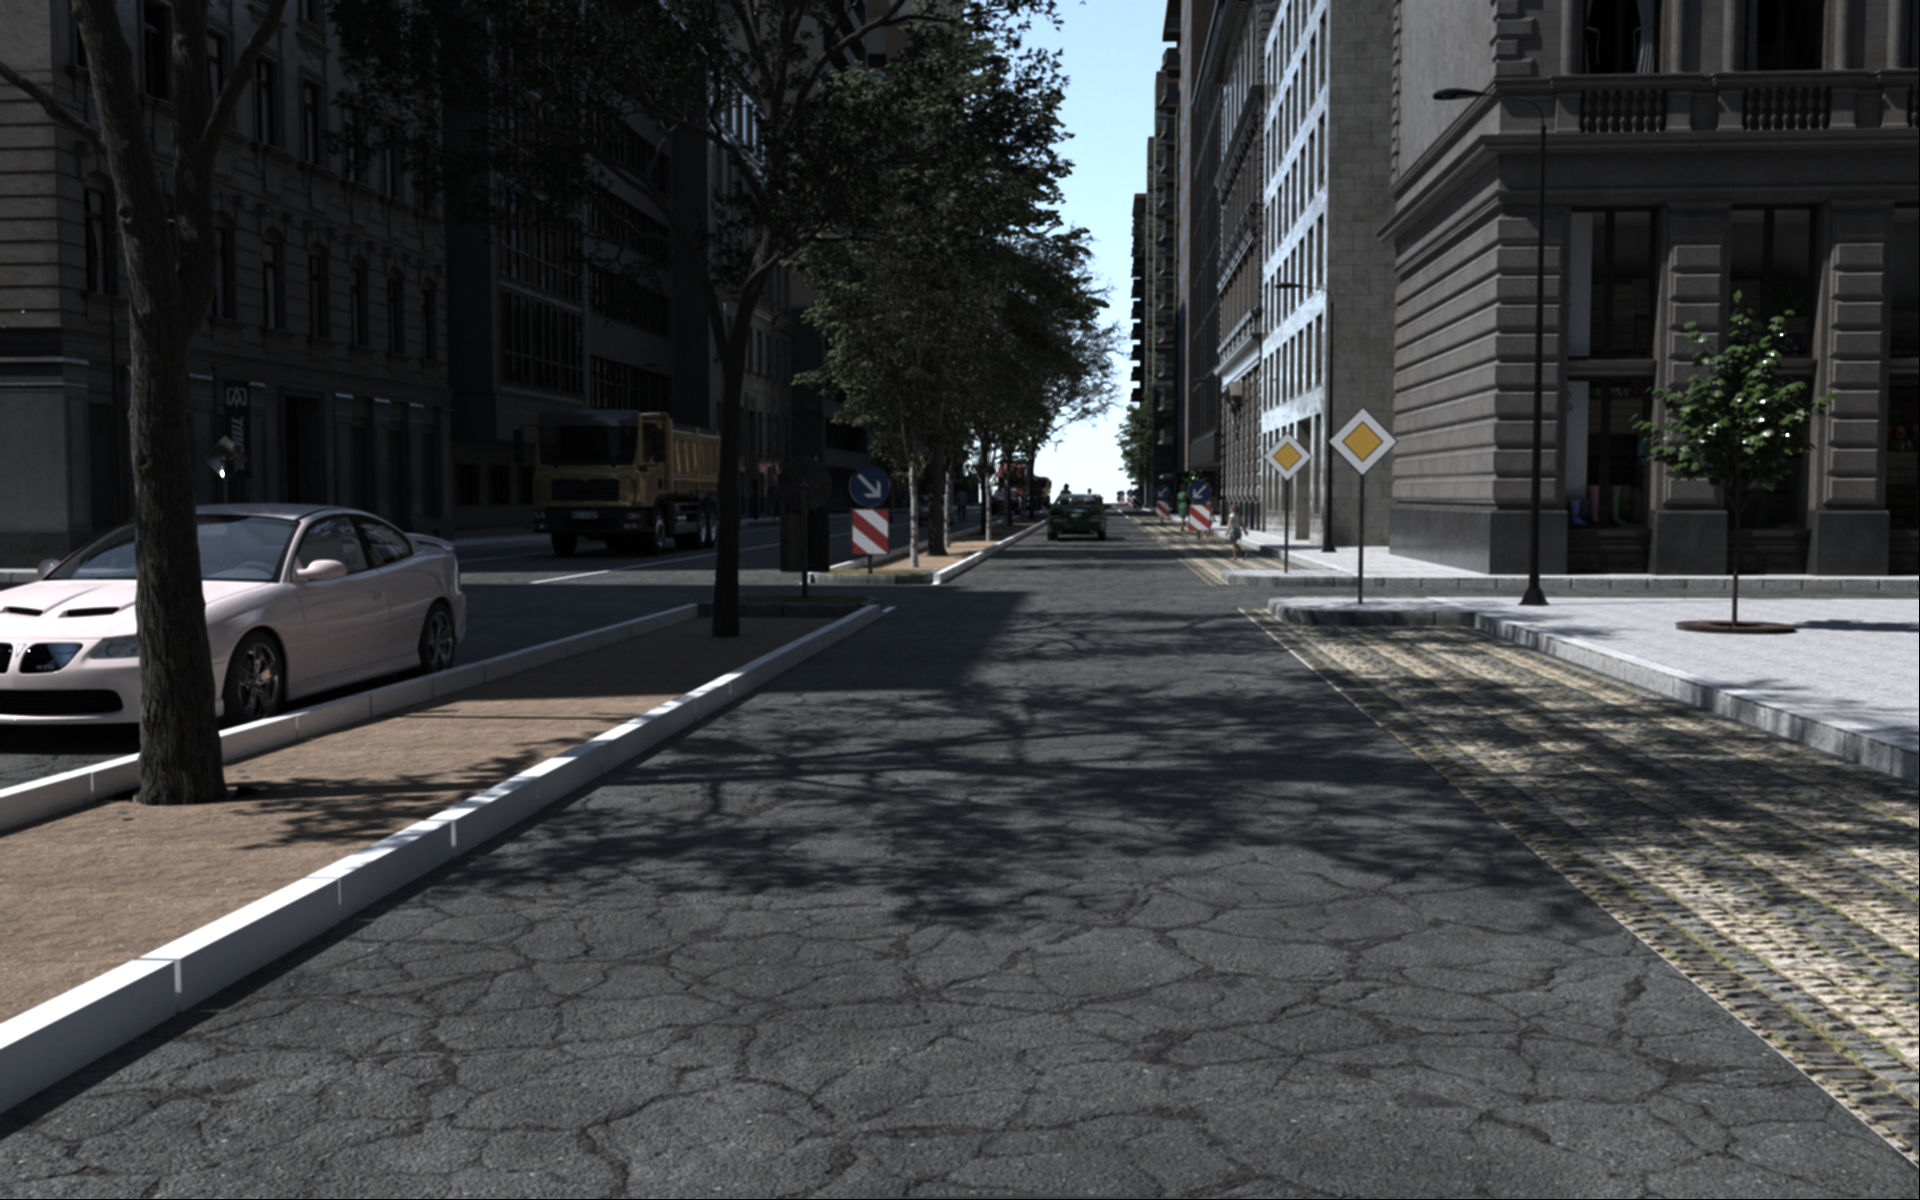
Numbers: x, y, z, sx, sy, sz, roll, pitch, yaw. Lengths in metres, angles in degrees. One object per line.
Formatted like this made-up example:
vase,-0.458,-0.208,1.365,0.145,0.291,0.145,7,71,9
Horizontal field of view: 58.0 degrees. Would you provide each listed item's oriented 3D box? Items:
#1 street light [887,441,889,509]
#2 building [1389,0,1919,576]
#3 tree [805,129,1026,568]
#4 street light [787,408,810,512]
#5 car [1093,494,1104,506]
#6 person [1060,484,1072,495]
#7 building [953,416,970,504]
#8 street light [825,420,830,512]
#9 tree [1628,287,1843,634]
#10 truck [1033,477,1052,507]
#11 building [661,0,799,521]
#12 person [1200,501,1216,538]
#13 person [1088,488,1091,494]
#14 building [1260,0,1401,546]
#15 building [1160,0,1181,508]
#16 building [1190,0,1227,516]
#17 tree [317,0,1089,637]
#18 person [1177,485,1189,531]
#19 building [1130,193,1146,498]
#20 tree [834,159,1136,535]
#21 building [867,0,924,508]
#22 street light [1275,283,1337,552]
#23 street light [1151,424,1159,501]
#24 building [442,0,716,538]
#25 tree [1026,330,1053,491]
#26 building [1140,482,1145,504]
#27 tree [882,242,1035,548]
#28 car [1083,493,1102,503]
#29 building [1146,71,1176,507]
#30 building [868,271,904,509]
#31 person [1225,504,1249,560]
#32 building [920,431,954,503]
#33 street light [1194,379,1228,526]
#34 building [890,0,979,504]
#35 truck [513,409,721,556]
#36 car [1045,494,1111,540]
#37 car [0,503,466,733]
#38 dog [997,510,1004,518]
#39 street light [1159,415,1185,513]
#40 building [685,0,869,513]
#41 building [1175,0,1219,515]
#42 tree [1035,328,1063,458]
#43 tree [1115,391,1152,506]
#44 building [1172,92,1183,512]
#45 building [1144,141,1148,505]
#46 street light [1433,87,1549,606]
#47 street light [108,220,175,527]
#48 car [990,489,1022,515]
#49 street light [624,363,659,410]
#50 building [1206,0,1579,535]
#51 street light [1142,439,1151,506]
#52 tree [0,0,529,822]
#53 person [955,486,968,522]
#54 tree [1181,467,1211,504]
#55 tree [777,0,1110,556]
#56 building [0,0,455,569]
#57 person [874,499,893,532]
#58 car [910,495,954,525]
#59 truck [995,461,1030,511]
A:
street light,-5.274,-10.150,138.497,1.470,5.913,1.316,0,4,5
building,18.017,-12.355,30.886,19.941,23.489,11.050,0,4,5
tree,-0.888,-4.910,33.098,4.360,8.622,3.978,0,3,0
street light,-8.759,-7.391,93.391,1.470,5.913,1.316,0,4,5
car,16.627,-12.304,212.960,2.131,1.459,4.920,0,4,6
person,4.129,-3.727,69.239,0.655,1.846,0.447,-2,4,-31
building,-10.295,-34.413,217.278,22.147,44.769,28.867,0,4,5
street light,-7.743,-8.164,106.022,1.470,5.913,1.316,0,4,5
tree,7.357,-1.333,16.391,1.663,3.219,1.824,0,3,0
truck,8.741,-12.182,195.105,3.469,3.379,9.791,0,4,5
building,-16.492,-17.929,90.397,12.463,27.353,25.104,0,4,5
person,7.771,-2.495,54.306,0.505,1.210,0.382,-2,4,-35
person,6.991,-5.083,92.279,0.731,1.740,0.598,1,4,10
building,14.781,-11.938,49.942,10.420,20.320,16.860,0,4,5
building,28.354,-30.172,147.943,22.147,44.769,28.867,0,4,5
building,19.798,-18.147,90.203,14.314,27.812,24.014,0,4,5
tree,-2.398,-4.882,16.695,8.767,10.594,7.601,0,4,5
person,8.585,-3.546,66.717,0.600,1.795,0.529,2,4,32
building,35.399,-36.181,246.181,22.147,44.769,28.867,0,4,5
tree,0.849,-9.001,60.000,12.009,13.543,11.850,0,3,0
building,-10.948,-31.297,161.812,14.600,45.320,14.200,0,4,5
street light,7.620,-4.014,38.167,1.470,5.913,1.316,0,4,5
street light,13.624,-8.712,114.976,1.470,5.913,1.316,0,4,5
building,-18.977,-14.880,62.347,14.314,24.678,30.058,0,4,5
tree,0.864,-6.057,51.853,4.360,8.622,3.978,0,3,0
building,39.151,-32.236,218.939,32.217,40.220,23.993,0,4,5
tree,-0.368,-5.716,46.274,4.737,8.622,4.395,0,3,0
car,7.242,-5.571,100.873,2.009,1.686,4.222,0,4,6
building,26.033,-29.790,170.667,14.154,41.232,14.086,0,4,5
building,-19.948,-18.143,141.678,27.650,21.520,28.899,0,4,5
person,5.908,-1.442,37.096,0.505,1.210,0.382,-3,5,-43
building,-8.267,-25.905,195.250,14.160,30.474,14.107,0,4,5
street light,10.140,-5.959,69.970,1.470,5.913,1.316,0,4,5
building,-7.819,-49.129,241.514,20.563,71.187,20.611,0,4,5
truck,-8.056,-2.848,42.484,3.469,3.379,9.791,0,4,4
car,3.740,-2.654,55.189,2.131,1.459,4.920,0,4,5
car,-4.950,0.033,11.820,2.083,1.381,4.827,0,4,5
dog,2.491,-5.141,103.336,0.406,0.507,0.540,3,5,40
street light,12.626,-7.904,101.775,1.470,5.913,1.316,0,4,5
building,-18.101,-30.075,115.424,21.300,48.544,21.600,0,4,5
building,21.581,-28.298,112.777,14.600,45.320,14.200,0,4,5
tree,1.812,-7.133,69.451,4.737,8.622,4.395,0,3,0
tree,20.656,-16.613,189.742,7.486,12.596,7.792,0,3,0
building,22.687,-21.750,127.315,14.160,30.474,14.107,0,4,5
building,28.495,-31.613,200.473,14.154,41.232,14.086,0,4,5
street light,6.107,-2.898,19.929,1.470,5.913,1.316,0,4,5
street light,-13.899,-3.484,29.509,1.470,5.913,1.316,0,4,5
car,3.219,-6.907,121.605,2.281,1.827,5.304,0,4,5
street light,-11.362,-5.447,61.595,1.470,5.913,1.316,0,4,5
building,15.876,-14.663,68.616,11.050,23.489,19.941,0,4,5
street light,16.357,-10.689,147.303,1.470,5.913,1.316,0,4,5
tree,-3.739,-4.873,7.894,9.928,11.665,9.643,0,3,0
person,0.085,-4.827,87.440,0.660,1.820,0.620,-1,4,-11
tree,14.093,-6.743,104.852,1.663,3.219,1.824,0,3,0
tree,-0.484,-7.269,39.438,7.486,12.596,7.792,0,3,0
building,-19.210,-11.568,38.284,9.793,20.994,18.267,0,4,5
person,-2.907,-3.363,63.455,0.822,1.834,0.622,0,4,6
car,-1.236,-4.109,79.184,2.014,1.417,4.499,0,4,4
truck,4.696,-9.789,148.957,2.839,4.237,11.283,0,4,5
